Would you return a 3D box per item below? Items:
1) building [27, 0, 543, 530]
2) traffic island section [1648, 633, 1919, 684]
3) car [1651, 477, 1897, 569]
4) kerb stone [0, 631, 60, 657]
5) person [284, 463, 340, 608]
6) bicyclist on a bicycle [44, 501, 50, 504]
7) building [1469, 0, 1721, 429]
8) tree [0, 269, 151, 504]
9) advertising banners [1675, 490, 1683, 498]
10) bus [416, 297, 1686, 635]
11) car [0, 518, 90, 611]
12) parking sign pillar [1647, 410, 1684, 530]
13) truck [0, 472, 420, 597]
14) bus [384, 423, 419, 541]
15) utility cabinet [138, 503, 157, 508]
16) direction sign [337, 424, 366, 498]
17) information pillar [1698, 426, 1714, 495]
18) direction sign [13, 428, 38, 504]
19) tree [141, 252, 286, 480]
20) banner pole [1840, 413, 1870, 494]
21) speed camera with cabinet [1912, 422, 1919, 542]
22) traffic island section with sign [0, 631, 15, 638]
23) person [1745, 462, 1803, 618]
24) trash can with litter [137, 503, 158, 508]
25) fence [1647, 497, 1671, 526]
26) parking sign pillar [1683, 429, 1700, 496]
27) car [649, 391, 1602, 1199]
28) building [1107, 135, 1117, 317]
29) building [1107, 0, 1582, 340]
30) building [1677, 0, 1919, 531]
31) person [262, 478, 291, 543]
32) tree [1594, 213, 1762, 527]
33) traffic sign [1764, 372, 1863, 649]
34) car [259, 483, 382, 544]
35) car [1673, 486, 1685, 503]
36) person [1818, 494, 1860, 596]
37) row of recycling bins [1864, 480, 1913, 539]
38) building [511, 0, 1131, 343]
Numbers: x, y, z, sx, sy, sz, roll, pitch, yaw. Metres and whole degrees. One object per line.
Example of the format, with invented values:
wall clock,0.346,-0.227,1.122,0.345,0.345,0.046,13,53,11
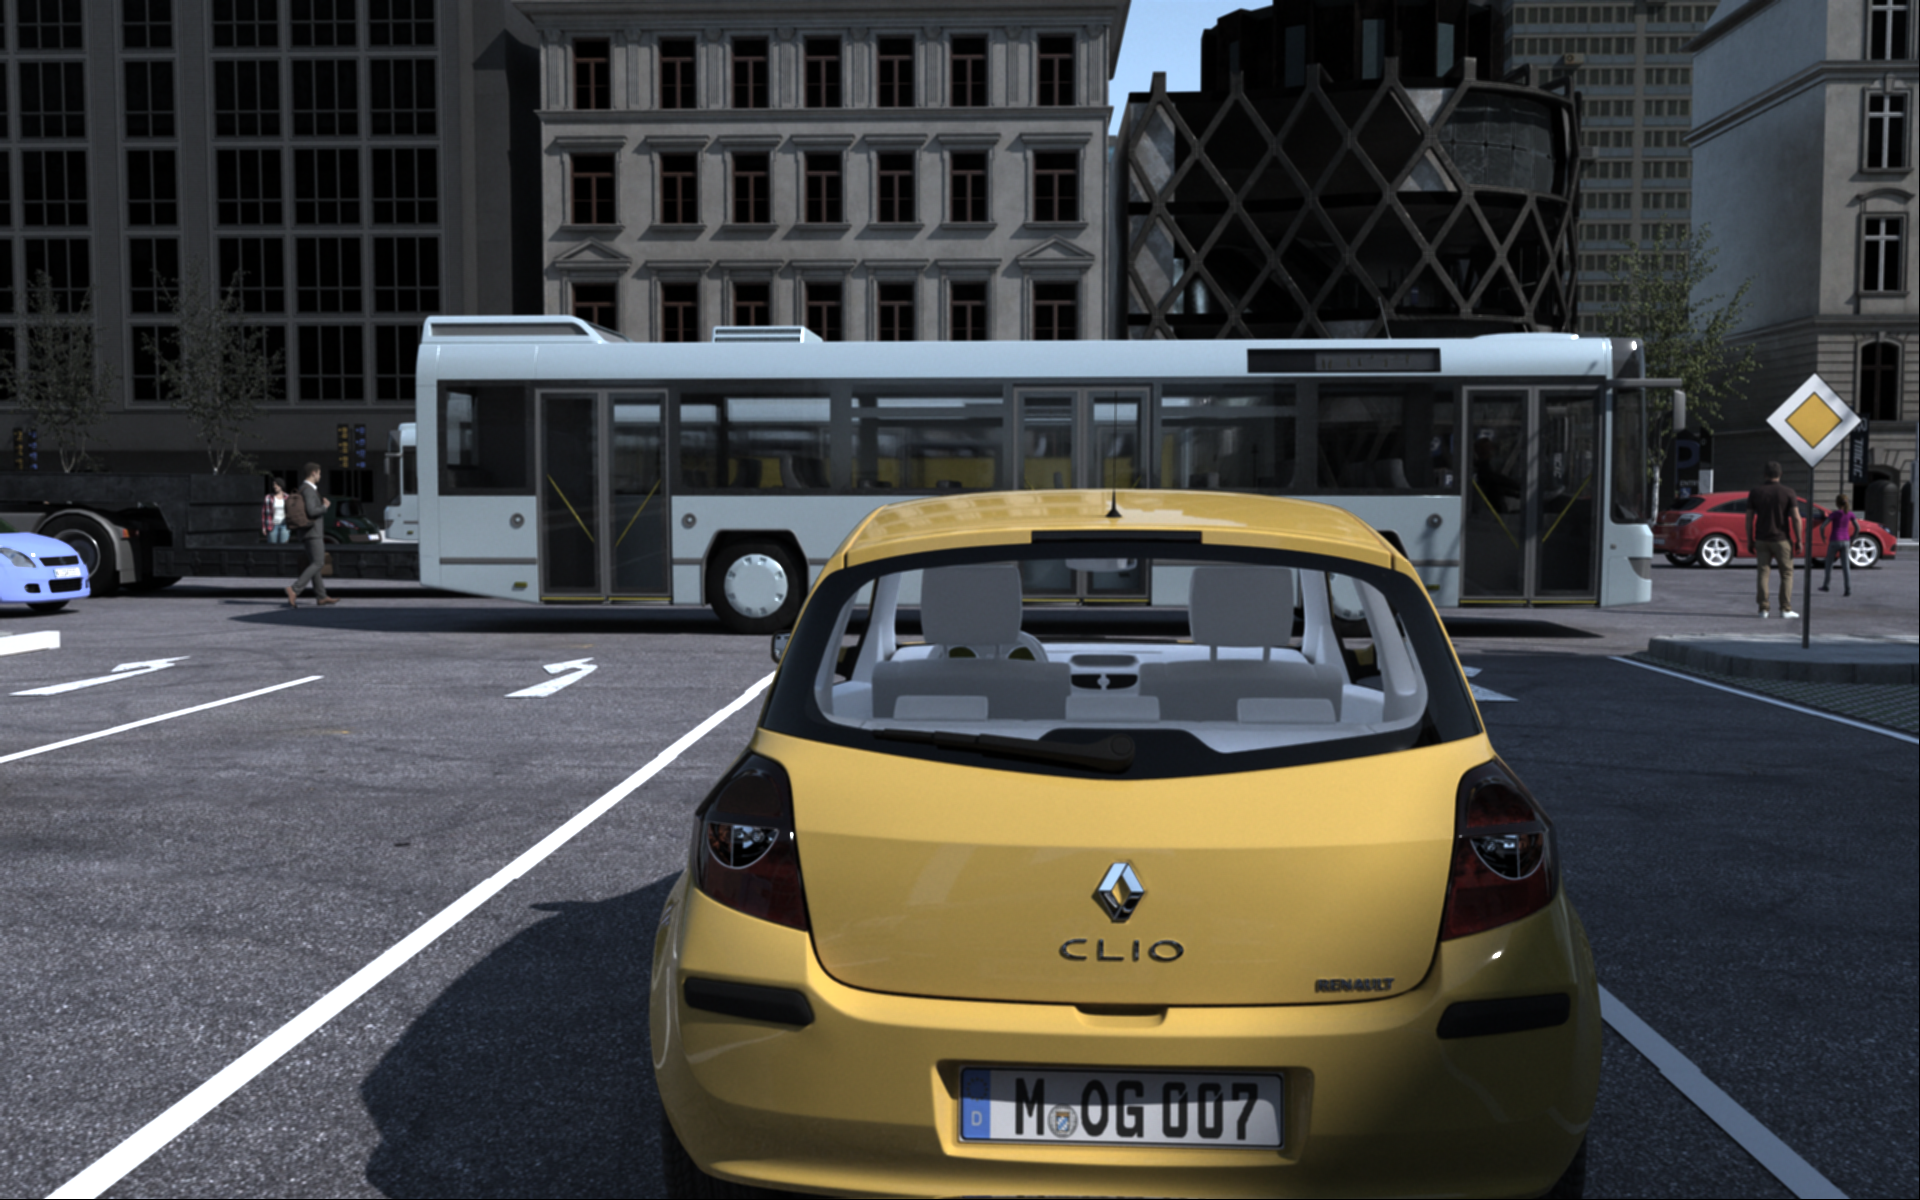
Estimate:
building,-27.556,-16.694,66.448,24.014,27.812,14.314,0,4,2
traffic island section,7.052,0.481,14.415,2.009,0.180,2.903,0,4,2
car,15.861,-1.511,33.750,4.494,1.783,2.155,0,4,2
kerb stone,-8.499,0.397,15.705,0.120,0.150,1.000,0,4,2
person,-8.297,-0.832,22.063,0.622,1.834,0.822,3,5,42
bicyclist on a bicycle,-20.627,-1.779,39.102,1.625,1.676,1.499,0,4,2
building,42.958,-26.498,125.125,32.217,40.220,23.993,0,4,2
tree,-29.232,-6.493,56.516,4.360,8.622,3.978,0,3,0
advertising banners,23.119,-3.756,57.599,2.074,3.025,0.090,-1,4,-14
bus,1.164,-1.443,18.456,13.247,3.499,2.948,0,4,3
car,-12.356,-0.672,20.576,3.694,1.707,1.945,0,4,4
parking sign pillar,21.598,-4.006,53.963,1.447,3.967,1.447,2,4,26
truck,-9.036,-2.141,24.771,18.799,4.110,2.967,0,4,1
bus,-8.102,-2.917,42.556,13.247,3.499,2.948,0,4,3
utility cabinet,-26.114,-2.731,55.816,0.306,1.237,1.020,0,4,0
direction sign,-19.649,-3.916,56.016,0.876,3.537,0.379,0,4,-7
information pillar,25.427,-4.142,59.081,0.183,3.616,0.504,-2,4,-32
direction sign,-32.133,-4.136,59.615,0.379,3.537,0.876,2,4,24
tree,-22.653,-6.259,52.691,4.360,8.622,3.978,0,3,0
banner pole,24.324,-3.501,47.253,0.863,3.779,0.401,2,4,31
speed camera with cabinet,26.273,-3.223,47.034,0.660,3.252,2.038,1,4,23
traffic island section with sign,-9.554,-0.433,15.217,2.006,1.907,1.989,0,4,2
person,9.464,-0.703,20.117,0.434,1.807,0.598,-3,5,-45
trash can with litter,-21.328,-2.120,46.056,1.055,1.170,0.624,0,4,5
fence,19.102,-2.329,49.280,2.264,1.192,0.480,1,4,12
parking sign pillar,26.041,-4.501,62.062,1.447,3.967,1.447,2,4,31
car,0.386,0.336,4.722,2.015,1.641,3.980,0,4,4
building,7.197,-37.307,229.584,30.456,49.044,23.786,0,4,2
building,14.477,-12.173,66.488,16.811,18.784,16.820,0,4,2
building,46.599,-14.970,63.847,34.723,24.649,14.460,0,4,2
person,-12.047,-1.301,30.609,0.563,1.720,0.643,-2,4,-28
tree,18.938,-5.876,46.430,4.737,8.622,4.395,0,3,0
traffic sign,7.028,-0.654,14.339,0.795,2.450,0.064,0,4,2
car,-13.931,-1.555,35.206,4.222,1.686,2.009,0,4,3
car,19.016,-1.953,41.715,4.222,1.686,2.009,0,4,4
person,12.313,-0.775,24.405,0.726,1.435,0.776,0,4,-1
row of recycling bins,28.038,-2.619,49.928,3.534,1.692,1.069,0,4,8
building,-4.564,-13.994,64.955,21.152,22.565,11.583,0,4,2
